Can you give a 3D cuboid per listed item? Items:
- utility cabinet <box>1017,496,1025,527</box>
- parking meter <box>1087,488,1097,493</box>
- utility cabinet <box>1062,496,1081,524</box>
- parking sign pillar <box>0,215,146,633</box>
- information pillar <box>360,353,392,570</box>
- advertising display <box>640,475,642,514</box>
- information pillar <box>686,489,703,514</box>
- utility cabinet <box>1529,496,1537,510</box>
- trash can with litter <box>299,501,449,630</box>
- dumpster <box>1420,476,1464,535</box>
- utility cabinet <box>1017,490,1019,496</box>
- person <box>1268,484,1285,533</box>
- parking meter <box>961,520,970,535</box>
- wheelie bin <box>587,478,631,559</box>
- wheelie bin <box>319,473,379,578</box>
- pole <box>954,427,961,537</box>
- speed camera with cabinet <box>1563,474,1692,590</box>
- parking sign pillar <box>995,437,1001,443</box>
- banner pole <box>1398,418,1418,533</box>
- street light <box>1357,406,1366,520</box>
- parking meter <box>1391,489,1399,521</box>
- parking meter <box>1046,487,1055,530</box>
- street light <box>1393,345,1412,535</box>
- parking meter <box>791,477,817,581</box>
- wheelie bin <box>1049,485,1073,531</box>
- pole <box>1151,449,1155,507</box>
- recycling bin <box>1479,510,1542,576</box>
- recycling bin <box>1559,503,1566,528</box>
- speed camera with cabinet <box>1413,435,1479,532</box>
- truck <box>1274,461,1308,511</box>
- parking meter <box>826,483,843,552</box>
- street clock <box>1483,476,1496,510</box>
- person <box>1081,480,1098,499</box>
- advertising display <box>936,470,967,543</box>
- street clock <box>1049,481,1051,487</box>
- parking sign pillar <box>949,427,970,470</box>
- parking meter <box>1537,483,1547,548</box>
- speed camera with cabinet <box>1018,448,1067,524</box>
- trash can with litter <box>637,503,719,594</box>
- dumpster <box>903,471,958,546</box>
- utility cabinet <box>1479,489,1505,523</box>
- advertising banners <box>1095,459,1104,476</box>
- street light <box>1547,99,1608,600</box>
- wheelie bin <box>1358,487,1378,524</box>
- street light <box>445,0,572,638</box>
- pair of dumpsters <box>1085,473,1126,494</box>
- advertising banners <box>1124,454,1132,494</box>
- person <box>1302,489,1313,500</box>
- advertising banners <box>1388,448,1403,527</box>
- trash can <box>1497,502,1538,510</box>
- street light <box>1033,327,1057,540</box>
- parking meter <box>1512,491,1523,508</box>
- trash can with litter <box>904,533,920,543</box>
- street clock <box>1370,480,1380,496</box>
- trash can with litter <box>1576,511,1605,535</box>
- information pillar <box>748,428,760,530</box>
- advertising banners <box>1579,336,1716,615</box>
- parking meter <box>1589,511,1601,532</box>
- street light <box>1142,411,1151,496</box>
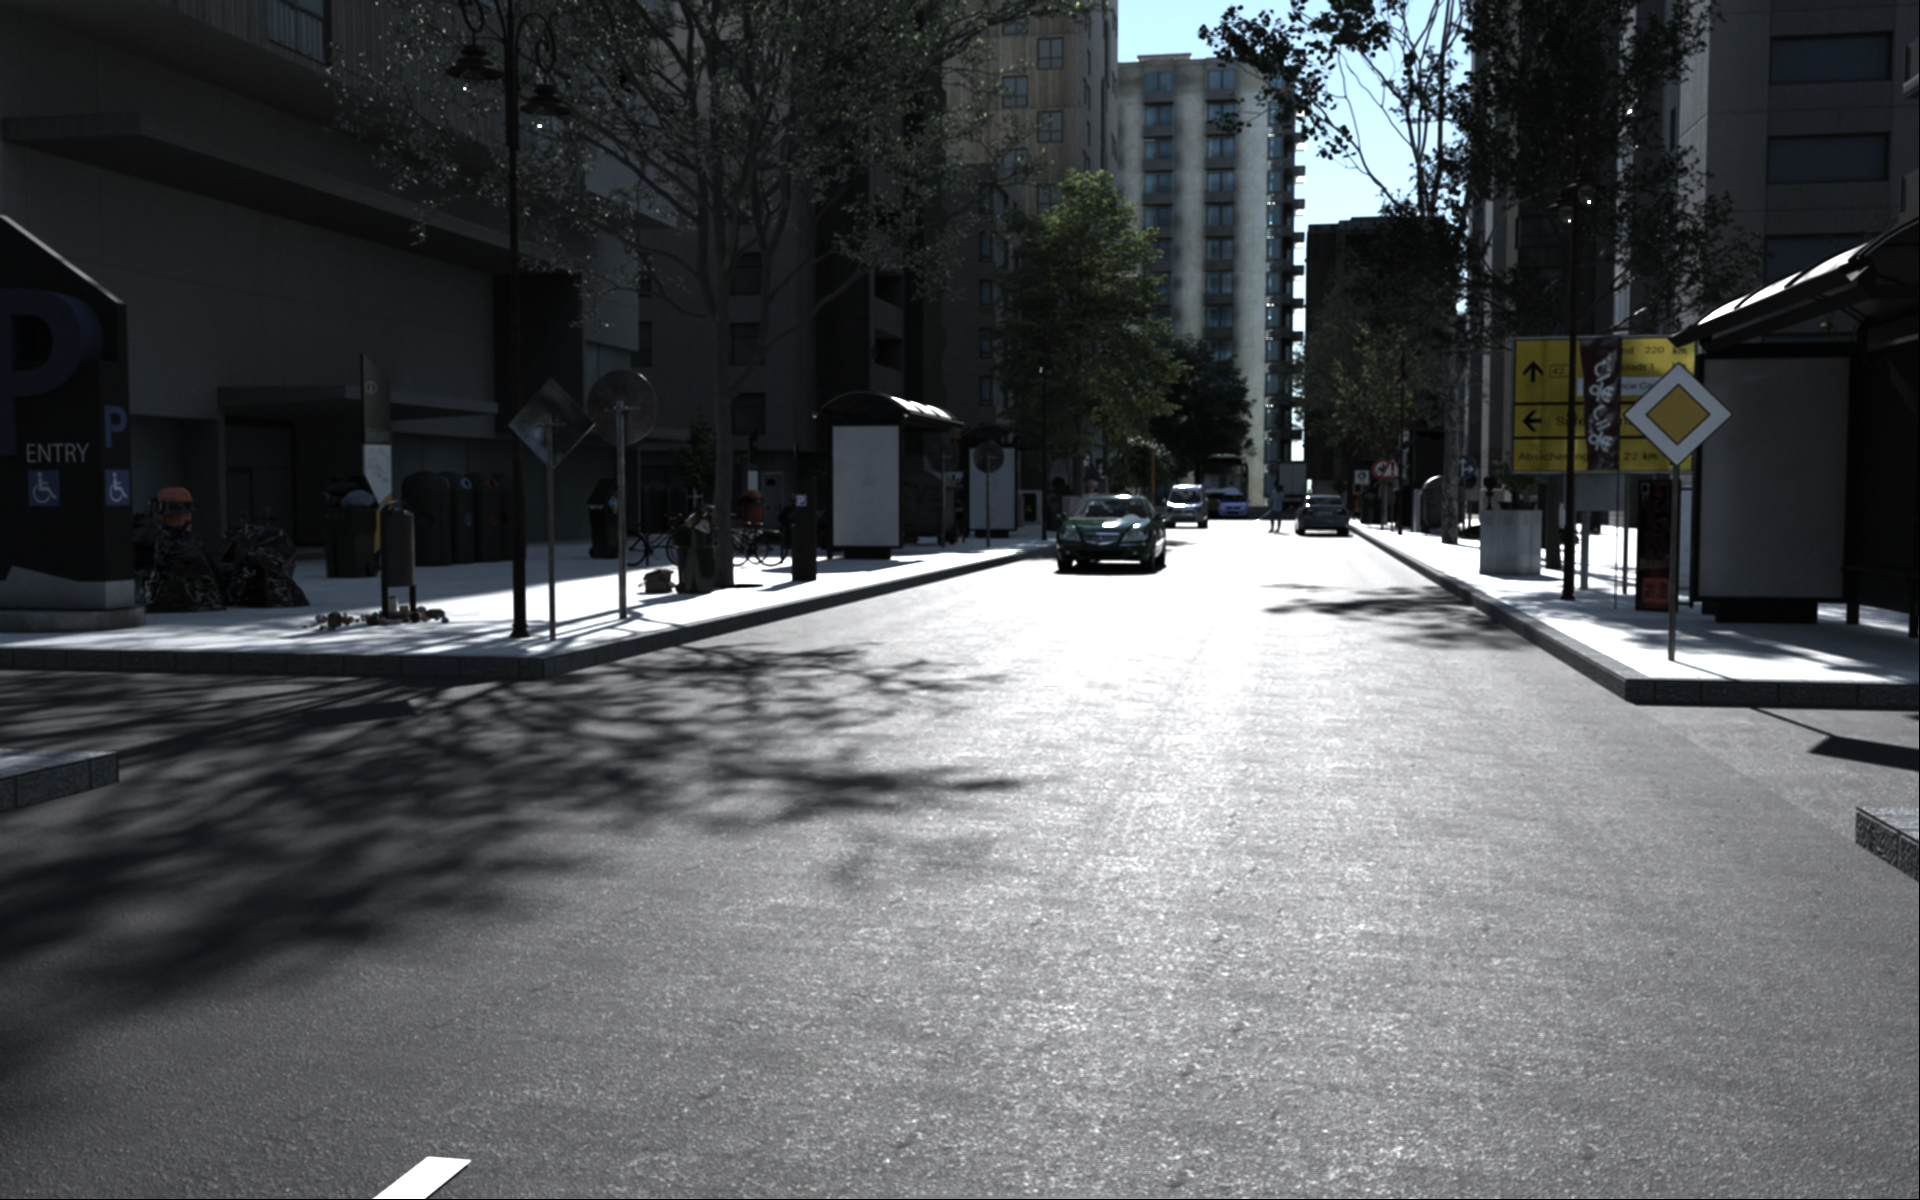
[{"bbox_3d":[2.078,-3.456,67.665,0.306,1.237,1.020,-3,5,-41],"label":"utility cabinet"},{"bbox_3d":[5.071,-3.550,66.445,0.372,1.533,0.369,0,3,0],"label":"parking meter"},{"bbox_3d":[3.760,-2.881,58.263,0.306,1.237,1.020,2,4,27],"label":"utility cabinet"},{"bbox_3d":[-8.643,-1.718,16.565,1.447,3.967,1.447,1,4,12],"label":"parking sign pillar"},{"bbox_3d":[-9.790,-2.305,29.040,0.183,3.616,0.504,3,5,45],"label":"information pillar"},{"bbox_3d":[-10.565,-3.030,54.755,0.974,1.923,0.123,-1,4,-9],"label":"advertising display"},{"bbox_3d":[-6.808,-2.442,44.422,0.304,2.012,0.304,3,5,39],"label":"information pillar"},{"bbox_3d":[19.724,-2.902,58.609,1.020,1.237,0.306,-2,4,-29],"label":"utility cabinet"},{"bbox_3d":[-5.933,-0.383,17.314,1.678,1.210,2.233,1,4,15],"label":"trash can with litter"},{"bbox_3d":[15.396,-3.029,55.284,1.264,1.857,1.865,1,4,11],"label":"dumpster"},{"bbox_3d":[2.742,-4.842,87.840,1.173,1.500,0.318,3,4,37],"label":"utility cabinet"},{"bbox_3d":[11.700,-3.382,64.054,0.793,1.790,0.793,-3,5,-41],"label":"person"},{"bbox_3d":[0.133,-2.845,54.924,0.372,1.533,0.369,0,3,0],"label":"parking meter"},{"bbox_3d":[-7.017,-1.634,34.631,0.693,1.594,0.980,-3,5,-45],"label":"wheelie bin"},{"bbox_3d":[-9.386,-1.146,26.648,0.980,1.594,0.693,1,4,19],"label":"wheelie bin"},{"bbox_3d":[-0.073,-3.526,51.492,0.158,3.312,0.155,0,3,0],"label":"pole"},{"bbox_3d":[9.251,-1.774,23.337,2.038,3.252,0.660,0,4,5],"label":"speed camera with cabinet"},{"bbox_3d":[1.050,-5.090,71.686,1.447,3.967,1.447,-2,4,-30],"label":"parking sign pillar"},{"bbox_3d":[14.813,-4.116,57.308,0.863,3.779,0.401,-2,4,-27],"label":"banner pole"},{"bbox_3d":[20.008,-6.963,86.633,0.468,5.910,1.993,1,4,11],"label":"street light"},{"bbox_3d":[20.093,-4.374,79.919,0.372,1.533,0.369,0,3,0],"label":"parking meter"},{"bbox_3d":[3.243,-3.236,61.325,0.372,1.533,0.369,0,3,0],"label":"parking meter"},{"bbox_3d":[13.719,-4.956,53.815,0.468,5.910,1.993,1,4,11],"label":"street light"},{"bbox_3d":[-2.309,-1.053,25.632,0.372,1.533,0.369,0,3,0],"label":"parking meter"},{"bbox_3d":[3.484,-3.172,59.775,0.980,1.594,0.693,-3,4,-36],"label":"wheelie bin"},{"bbox_3d":[8.787,-5.202,78.892,0.158,3.312,0.155,0,3,0],"label":"pole"},{"bbox_3d":[8.797,-0.925,27.676,0.722,1.027,0.722,-3,5,-42],"label":"recycling bin"},{"bbox_3d":[17.478,-2.343,50.863,0.722,1.027,0.722,0,4,-7],"label":"recycling bin"},{"bbox_3d":[16.278,-3.893,57.991,2.038,3.252,0.660,0,4,4],"label":"speed camera with cabinet"},{"bbox_3d":[28.879,-9.911,150.960,2.839,4.237,11.283,1,4,10],"label":"truck"},{"bbox_3d":[-2.794,-1.846,38.595,0.372,1.533,0.369,0,3,0],"label":"parking meter"},{"bbox_3d":[21.106,-3.942,69.029,0.471,2.002,0.358,-2,4,-24],"label":"street clock"},{"bbox_3d":[3.046,-1.778,38.240,0.731,1.740,0.598,-1,4,-16],"label":"person"},{"bbox_3d":[-0.239,-2.499,46.080,0.974,1.923,0.123,3,4,37],"label":"advertising display"},{"bbox_3d":[4.619,-4.918,84.985,0.471,2.002,0.358,1,4,21],"label":"street clock"},{"bbox_3d":[-0.210,-4.981,69.908,1.447,3.967,1.447,1,4,13],"label":"parking sign pillar"},{"bbox_3d":[13.842,-1.991,40.966,0.372,1.533,0.369,0,3,0],"label":"parking meter"},{"bbox_3d":[3.495,-4.825,73.220,2.038,3.252,0.660,0,4,7],"label":"speed camera with cabinet"},{"bbox_3d":[-3.662,-0.675,22.424,1.055,1.170,0.624,1,4,11],"label":"trash can with litter"},{"bbox_3d":[-0.830,-2.302,43.395,1.264,1.857,1.865,1,4,11],"label":"dumpster"},{"bbox_3d":[23.314,-4.113,75.924,1.173,1.500,0.318,-2,4,-25],"label":"utility cabinet"},{"bbox_3d":[7.527,-5.435,85.046,2.074,3.025,0.090,3,4,36],"label":"advertising banners"},{"bbox_3d":[7.365,-2.938,20.816,0.468,5.910,1.993,1,4,11],"label":"street light"},{"bbox_3d":[17.711,-4.113,75.152,0.693,1.594,0.980,-2,4,-24],"label":"wheelie bin"},{"bbox_3d":[-3.945,-2.603,15.355,0.468,5.910,1.993,1,4,11],"label":"street light"},{"bbox_3d":[6.568,-4.647,78.469,1.574,2.255,4.437,1,4,11],"label":"pair of dumpsters"},{"bbox_3d":[7.145,-4.765,74.094,0.090,3.025,2.074,1,4,10],"label":"advertising banners"},{"bbox_3d":[27.727,-7.882,137.377,1.348,1.824,0.705,2,4,30],"label":"person"},{"bbox_3d":[17.022,-4.343,67.197,0.090,3.025,2.074,3,4,38],"label":"advertising banners"},{"bbox_3d":[10.424,-1.270,32.412,0.748,1.137,0.748,0,3,0],"label":"trash can"},{"bbox_3d":[2.351,-4.611,48.172,0.468,5.910,1.993,1,4,11],"label":"street light"},{"bbox_3d":[19.133,-3.124,59.485,0.372,1.533,0.369,0,3,0],"label":"parking meter"},{"bbox_3d":[-1.570,-2.077,45.352,1.055,1.170,0.624,1,4,9],"label":"trash can with litter"},{"bbox_3d":[20.706,-5.007,86.439,0.358,2.002,0.471,-1,4,-23],"label":"street clock"},{"bbox_3d":[19.664,-2.728,55.667,2.233,1.210,1.678,1,4,12],"label":"trash can with litter"},{"bbox_3d":[-7.353,-4.293,61.551,0.183,3.616,0.504,2,4,31],"label":"information pillar"},{"bbox_3d":[7.626,-1.384,18.809,0.090,3.025,2.074,-3,4,-38],"label":"advertising banners"},{"bbox_3d":[21.053,-2.996,57.390,0.372,1.533,0.369,0,3,0],"label":"parking meter"},{"bbox_3d":[8.659,-6.618,80.987,0.468,5.910,1.993,1,4,11],"label":"street light"}]
